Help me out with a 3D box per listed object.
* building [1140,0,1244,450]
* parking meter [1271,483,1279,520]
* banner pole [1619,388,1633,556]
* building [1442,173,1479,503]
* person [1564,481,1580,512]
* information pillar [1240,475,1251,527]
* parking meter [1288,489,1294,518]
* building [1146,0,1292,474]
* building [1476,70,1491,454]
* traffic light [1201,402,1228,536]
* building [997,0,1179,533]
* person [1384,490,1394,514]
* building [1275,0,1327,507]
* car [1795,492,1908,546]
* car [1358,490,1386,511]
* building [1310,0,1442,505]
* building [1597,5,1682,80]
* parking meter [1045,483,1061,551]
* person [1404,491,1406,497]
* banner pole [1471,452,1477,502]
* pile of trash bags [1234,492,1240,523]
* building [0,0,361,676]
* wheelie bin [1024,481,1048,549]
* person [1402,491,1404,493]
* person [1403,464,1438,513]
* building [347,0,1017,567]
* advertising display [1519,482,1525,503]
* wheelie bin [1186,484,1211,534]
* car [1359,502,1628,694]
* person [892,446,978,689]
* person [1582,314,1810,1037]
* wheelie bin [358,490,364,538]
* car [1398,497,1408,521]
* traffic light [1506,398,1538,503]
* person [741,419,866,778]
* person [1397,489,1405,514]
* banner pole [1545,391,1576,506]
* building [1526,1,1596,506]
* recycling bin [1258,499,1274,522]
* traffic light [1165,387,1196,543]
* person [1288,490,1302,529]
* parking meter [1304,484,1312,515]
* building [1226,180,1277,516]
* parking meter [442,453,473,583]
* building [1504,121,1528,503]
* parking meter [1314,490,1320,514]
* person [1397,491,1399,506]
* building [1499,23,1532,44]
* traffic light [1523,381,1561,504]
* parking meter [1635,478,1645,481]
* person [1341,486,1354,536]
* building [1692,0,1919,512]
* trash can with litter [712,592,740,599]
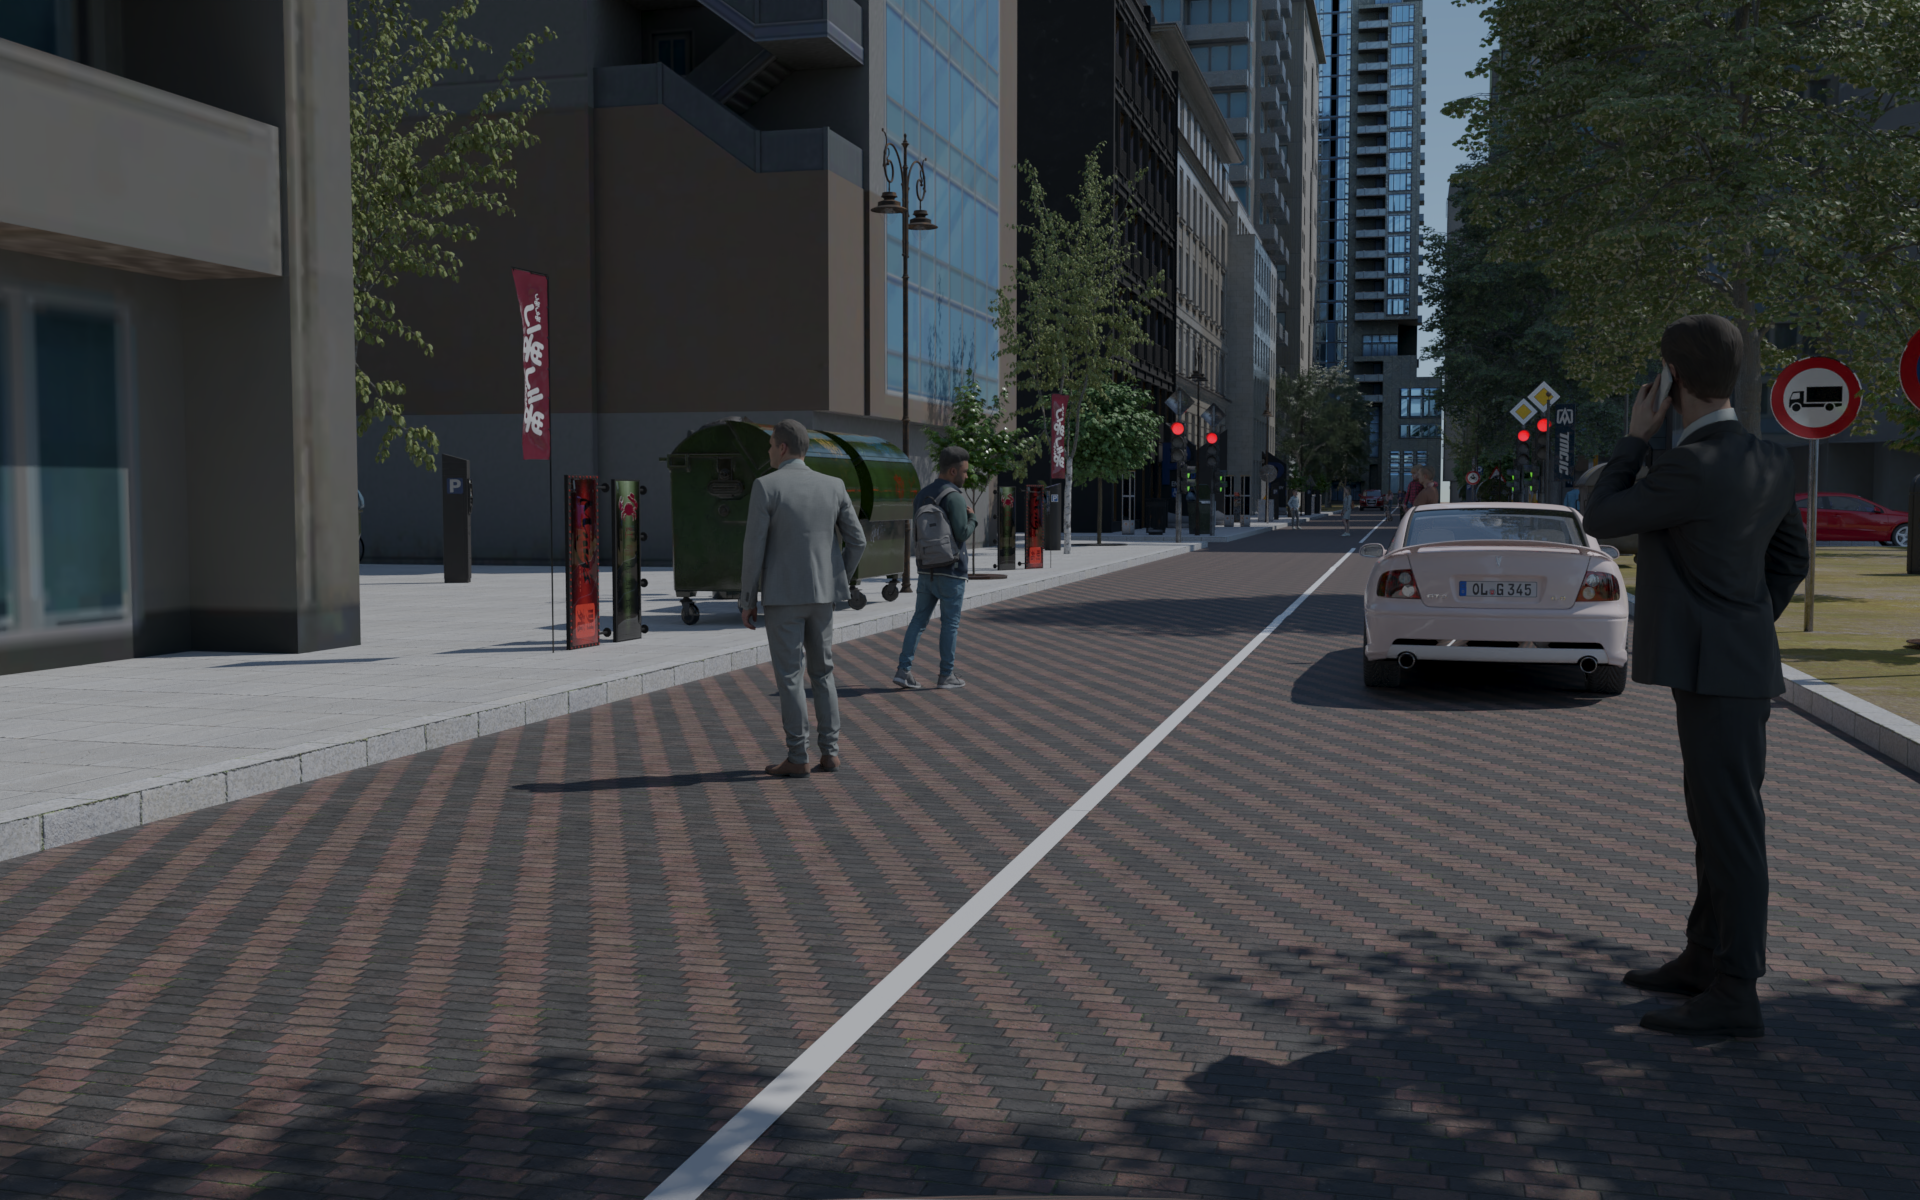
[{"bbox_3d":[4.914,-15.613,88.552,16.112,22.955,30.059,1,4,15],"label":"building"},{"bbox_3d":[15.722,-4.940,86.473,0.399,1.863,0.255,0,4,8],"label":"parking meter"},{"bbox_3d":[13.884,-2.820,36.124,0.401,3.779,0.863,2,4,24],"label":"banner pole"},{"bbox_3d":[66.663,-32.327,212.142,14.086,41.232,14.154,1,4,15],"label":"building"},{"bbox_3d":[16.369,-2.278,46.094,0.601,1.785,0.444,2,4,31],"label":"person"},{"bbox_3d":[11.217,-3.888,68.058,0.304,2.012,0.304,-1,4,-18],"label":"information pillar"},{"bbox_3d":[17.960,-5.230,93.922,0.372,1.533,0.369,0,3,0],"label":"parking meter"},{"bbox_3d":[15.514,-32.062,143.817,23.786,49.044,30.456,1,4,15],"label":"building"},{"bbox_3d":[56.209,-29.214,161.241,14.154,41.232,14.086,1,4,15],"label":"building"},{"bbox_3d":[7.769,-3.926,53.109,0.839,4.253,0.868,1,4,15],"label":"traffic light"},{"bbox_3d":[1.013,-14.411,65.297,12.332,23.373,15.834,1,4,15],"label":"building"},{"bbox_3d":[30.135,-6.895,121.828,0.593,1.750,0.643,-1,4,-13],"label":"person"},{"bbox_3d":[24.376,-36.508,186.150,27.495,52.752,28.713,1,4,15],"label":"building"},{"bbox_3d":[23.254,-2.232,45.526,4.494,1.783,2.155,1,4,16],"label":"car"},{"bbox_3d":[35.579,-8.617,149.552,2.281,1.827,5.304,1,4,14],"label":"car"},{"bbox_3d":[45.710,-55.535,220.668,31.000,86.520,22.319,1,4,15],"label":"building"},{"bbox_3d":[39.774,-19.402,88.920,14.160,30.474,14.107,1,4,15],"label":"building"},{"bbox_3d":[2.111,-1.894,39.375,0.372,1.533,0.369,0,3,0],"label":"parking meter"},{"bbox_3d":[44.143,-9.941,171.713,1.217,1.739,0.721,1,4,19],"label":"person"},{"bbox_3d":[30.465,-6.887,102.627,0.401,3.779,0.863,0,4,-6],"label":"banner pole"},{"bbox_3d":[12.292,-4.220,78.744,1.912,1.369,3.447,1,4,17],"label":"pile of trash bags"},{"bbox_3d":[-18.038,-23.368,5.762,21.300,48.544,21.600,1,4,15],"label":"building"},{"bbox_3d":[1.887,-1.996,40.543,0.693,1.594,0.980,1,4,14],"label":"wheelie bin"},{"bbox_3d":[48.899,-11.152,190.923,0.705,1.812,1.348,0,4,-6],"label":"person"},{"bbox_3d":[6.109,-0.882,22.897,0.573,1.828,0.580,-2,4,-26],"label":"person"},{"bbox_3d":[-7.213,-23.654,36.858,14.200,45.320,14.600,1,4,15],"label":"building"},{"bbox_3d":[26.294,-4.640,81.080,0.123,1.923,0.974,2,4,28],"label":"advertising display"},{"bbox_3d":[7.645,-2.903,55.371,0.980,1.594,0.693,-2,4,-31],"label":"wheelie bin"},{"bbox_3d":[4.265,-0.100,13.993,2.083,1.381,4.827,1,4,15],"label":"car"},{"bbox_3d":[-0.137,-0.237,12.723,0.623,1.781,0.721,3,4,36],"label":"person"},{"bbox_3d":[1.971,0.195,4.681,0.474,1.900,0.648,3,4,38],"label":"person"},{"bbox_3d":[-8.377,-0.929,23.089,0.693,1.594,0.980,2,4,33],"label":"wheelie bin"},{"bbox_3d":[24.968,-5.189,94.634,2.009,1.686,4.222,1,4,16],"label":"car"},{"bbox_3d":[16.494,-3.788,50.860,0.839,4.253,0.868,1,4,15],"label":"traffic light"},{"bbox_3d":[-0.813,-0.014,8.831,0.635,1.810,0.391,-3,5,-41],"label":"person"},{"bbox_3d":[32.132,-7.170,126.179,0.683,1.767,0.568,2,4,34],"label":"person"},{"bbox_3d":[14.579,-3.197,42.286,0.863,3.779,0.401,1,4,19],"label":"banner pole"},{"bbox_3d":[43.914,-28.142,110.240,14.600,45.320,14.200,1,4,15],"label":"building"},{"bbox_3d":[14.325,-4.193,81.105,0.722,1.027,0.722,1,4,12],"label":"recycling bin"},{"bbox_3d":[5.755,-3.453,45.381,0.839,4.253,0.868,1,4,15],"label":"traffic light"},{"bbox_3d":[13.682,-3.698,70.777,0.589,1.601,0.330,-1,4,-23],"label":"person"},{"bbox_3d":[21.050,-6.054,104.701,0.399,1.863,0.255,-1,4,-17],"label":"parking meter"},{"bbox_3d":[14.318,-15.669,110.945,10.420,20.320,16.860,1,4,15],"label":"building"},{"bbox_3d":[-7.249,-1.180,25.010,0.399,1.863,0.255,0,4,-7],"label":"parking meter"},{"bbox_3d":[49.536,-22.161,134.040,14.160,30.474,14.107,1,4,15],"label":"building"},{"bbox_3d":[23.245,-6.379,112.706,0.372,1.533,0.369,0,3,0],"label":"parking meter"},{"bbox_3d":[47.993,-11.016,189.280,0.621,1.740,0.551,-3,4,-37],"label":"person"},{"bbox_3d":[52.863,-28.379,147.583,14.154,41.232,14.086,1,4,15],"label":"building"},{"bbox_3d":[14.480,-3.316,43.132,0.839,4.253,0.868,1,4,15],"label":"traffic light"},{"bbox_3d":[16.526,-2.224,42.072,0.255,1.863,0.399,1,4,17],"label":"parking meter"},{"bbox_3d":[13.262,-3.049,59.361,0.522,1.701,0.512,0,4,-7],"label":"person"},{"bbox_3d":[39.345,-22.579,61.045,23.993,40.220,32.217,1,4,15],"label":"building"},{"bbox_3d":[-2.886,-0.614,21.424,0.624,1.170,1.055,0,4,-6],"label":"trash can with litter"}]
